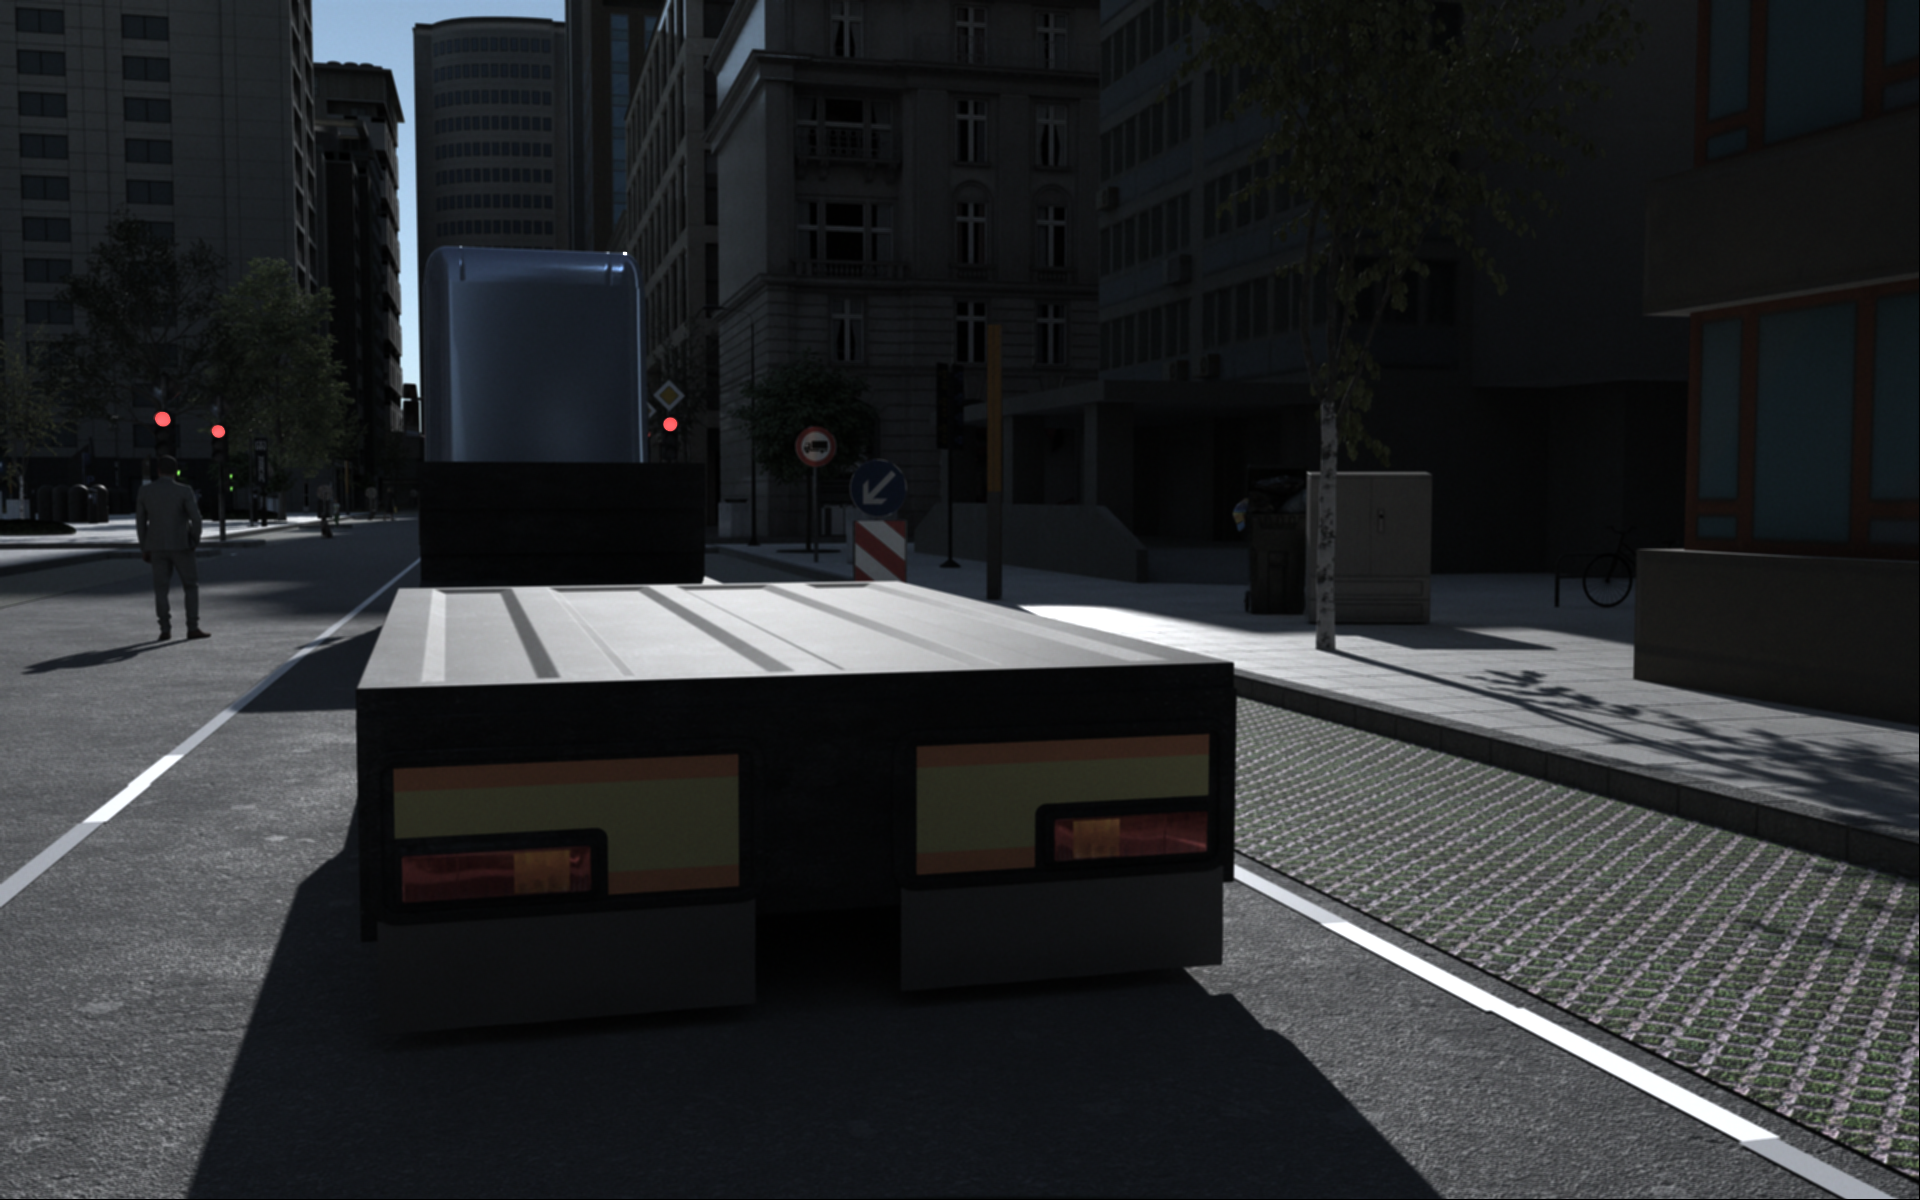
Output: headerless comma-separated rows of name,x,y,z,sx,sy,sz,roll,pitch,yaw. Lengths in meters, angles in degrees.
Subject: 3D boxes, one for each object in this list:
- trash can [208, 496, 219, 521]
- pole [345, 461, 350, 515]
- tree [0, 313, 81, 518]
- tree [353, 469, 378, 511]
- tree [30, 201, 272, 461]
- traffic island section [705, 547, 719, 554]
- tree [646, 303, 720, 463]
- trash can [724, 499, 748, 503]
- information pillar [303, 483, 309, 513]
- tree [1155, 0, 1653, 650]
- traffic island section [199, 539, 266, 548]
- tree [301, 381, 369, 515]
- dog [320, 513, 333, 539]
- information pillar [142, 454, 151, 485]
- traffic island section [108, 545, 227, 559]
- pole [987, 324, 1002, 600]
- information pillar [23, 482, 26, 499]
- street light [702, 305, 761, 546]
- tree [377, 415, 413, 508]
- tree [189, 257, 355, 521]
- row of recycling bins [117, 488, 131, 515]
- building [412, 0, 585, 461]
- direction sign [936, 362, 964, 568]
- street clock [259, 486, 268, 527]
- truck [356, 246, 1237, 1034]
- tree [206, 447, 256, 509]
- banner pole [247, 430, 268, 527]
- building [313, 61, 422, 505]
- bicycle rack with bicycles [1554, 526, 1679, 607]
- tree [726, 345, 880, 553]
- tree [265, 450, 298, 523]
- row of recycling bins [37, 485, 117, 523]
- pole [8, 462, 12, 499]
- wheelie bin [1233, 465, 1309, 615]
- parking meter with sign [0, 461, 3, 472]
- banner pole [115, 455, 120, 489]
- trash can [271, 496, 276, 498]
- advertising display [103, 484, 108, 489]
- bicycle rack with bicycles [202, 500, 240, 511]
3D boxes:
trash can,-34.937,-4.269,81.456,0.748,1.137,0.748,0,3,0
pole,-37.275,-6.821,105.366,0.158,3.312,0.155,0,3,0
tree,-38.507,-7.393,71.241,4.360,8.622,3.978,0,3,0
tree,-45.006,-8.387,131.730,1.663,3.219,1.824,0,3,0
tree,-26.222,-7.446,56.163,7.601,10.594,8.767,-2,4,-30
traffic island section,-7.105,-1.245,42.640,2.009,0.180,2.903,-1,4,-15
tree,-10.736,-7.069,65.940,4.360,8.622,3.978,0,3,0
trash can,-6.676,-2.448,51.686,0.748,1.137,0.748,0,3,0
information pillar,-43.415,-6.756,114.954,0.304,2.012,0.304,-3,4,-36
tree,3.257,-3.895,14.045,4.737,8.622,4.395,0,3,0
traffic island section,-20.213,-1.539,47.443,2.009,0.180,2.903,-1,4,-15
tree,-39.226,-9.652,108.178,4.737,8.622,4.395,0,3,0
dog,-20.392,-2.397,56.026,0.513,0.831,0.800,3,5,42
information pillar,-47.330,-6.698,100.868,0.504,3.616,0.183,0,3,0
traffic island section,-18.167,-1.067,39.724,2.009,0.180,2.903,-1,4,-15
pole,0.419,-1.659,20.968,0.158,3.312,0.155,0,3,0
information pillar,-59.026,-6.413,109.349,0.304,2.012,0.304,-1,4,-11
street light,-5.651,-4.297,42.804,1.470,5.913,1.316,-1,4,-15
tree,-52.024,-12.733,158.551,4.737,8.622,4.395,0,3,0
tree,-33.161,-10.124,83.658,7.486,12.596,7.792,0,3,0
row of recycling bins,-52.972,-6.138,107.469,1.069,1.692,3.534,1,4,19
building,-51.994,-41.071,213.515,28.212,58.520,21.231,-1,4,-15
direction sign,-0.171,-2.338,30.228,0.379,3.537,0.876,2,4,31
street clock,-27.513,-3.907,68.445,0.358,2.002,0.471,-1,4,-11
truck,-3.009,-1.457,13.574,2.967,4.110,18.799,-1,4,-16
tree,-45.992,-7.711,109.791,4.285,4.588,4.351,0,3,0
banner pole,-27.440,-4.747,67.629,0.863,3.779,0.401,-2,4,-26
building,-80.037,-38.016,210.792,27.495,52.752,28.713,-1,4,-15
bicycle rack with bicycles,8.096,-0.346,19.041,2.925,0.926,2.852,-1,4,-18
tree,-3.441,-3.336,38.263,4.285,4.588,4.351,0,3,0
tree,-30.516,-5.042,77.030,1.663,3.219,1.824,0,3,0
row of recycling bins,-39.926,-4.330,77.910,3.534,1.692,1.069,1,4,14
pole,-60.706,-7.150,110.746,0.158,3.312,0.155,0,3,0
wheelie bin,3.431,-0.654,18.595,0.980,1.594,0.693,0,4,6
parking meter with sign,-51.594,-5.884,92.457,0.543,3.016,1.738,-3,5,-44
banner pole,-54.183,-7.427,111.448,0.401,3.779,0.863,0,4,-3
trash can,-44.724,-6.229,113.491,0.748,1.137,0.748,0,3,0
advertising display,-56.941,-6.741,115.436,0.123,1.923,0.974,-2,4,-35
bicycle rack with bicycles,-44.253,-5.461,102.667,2.852,0.926,2.925,3,4,38
